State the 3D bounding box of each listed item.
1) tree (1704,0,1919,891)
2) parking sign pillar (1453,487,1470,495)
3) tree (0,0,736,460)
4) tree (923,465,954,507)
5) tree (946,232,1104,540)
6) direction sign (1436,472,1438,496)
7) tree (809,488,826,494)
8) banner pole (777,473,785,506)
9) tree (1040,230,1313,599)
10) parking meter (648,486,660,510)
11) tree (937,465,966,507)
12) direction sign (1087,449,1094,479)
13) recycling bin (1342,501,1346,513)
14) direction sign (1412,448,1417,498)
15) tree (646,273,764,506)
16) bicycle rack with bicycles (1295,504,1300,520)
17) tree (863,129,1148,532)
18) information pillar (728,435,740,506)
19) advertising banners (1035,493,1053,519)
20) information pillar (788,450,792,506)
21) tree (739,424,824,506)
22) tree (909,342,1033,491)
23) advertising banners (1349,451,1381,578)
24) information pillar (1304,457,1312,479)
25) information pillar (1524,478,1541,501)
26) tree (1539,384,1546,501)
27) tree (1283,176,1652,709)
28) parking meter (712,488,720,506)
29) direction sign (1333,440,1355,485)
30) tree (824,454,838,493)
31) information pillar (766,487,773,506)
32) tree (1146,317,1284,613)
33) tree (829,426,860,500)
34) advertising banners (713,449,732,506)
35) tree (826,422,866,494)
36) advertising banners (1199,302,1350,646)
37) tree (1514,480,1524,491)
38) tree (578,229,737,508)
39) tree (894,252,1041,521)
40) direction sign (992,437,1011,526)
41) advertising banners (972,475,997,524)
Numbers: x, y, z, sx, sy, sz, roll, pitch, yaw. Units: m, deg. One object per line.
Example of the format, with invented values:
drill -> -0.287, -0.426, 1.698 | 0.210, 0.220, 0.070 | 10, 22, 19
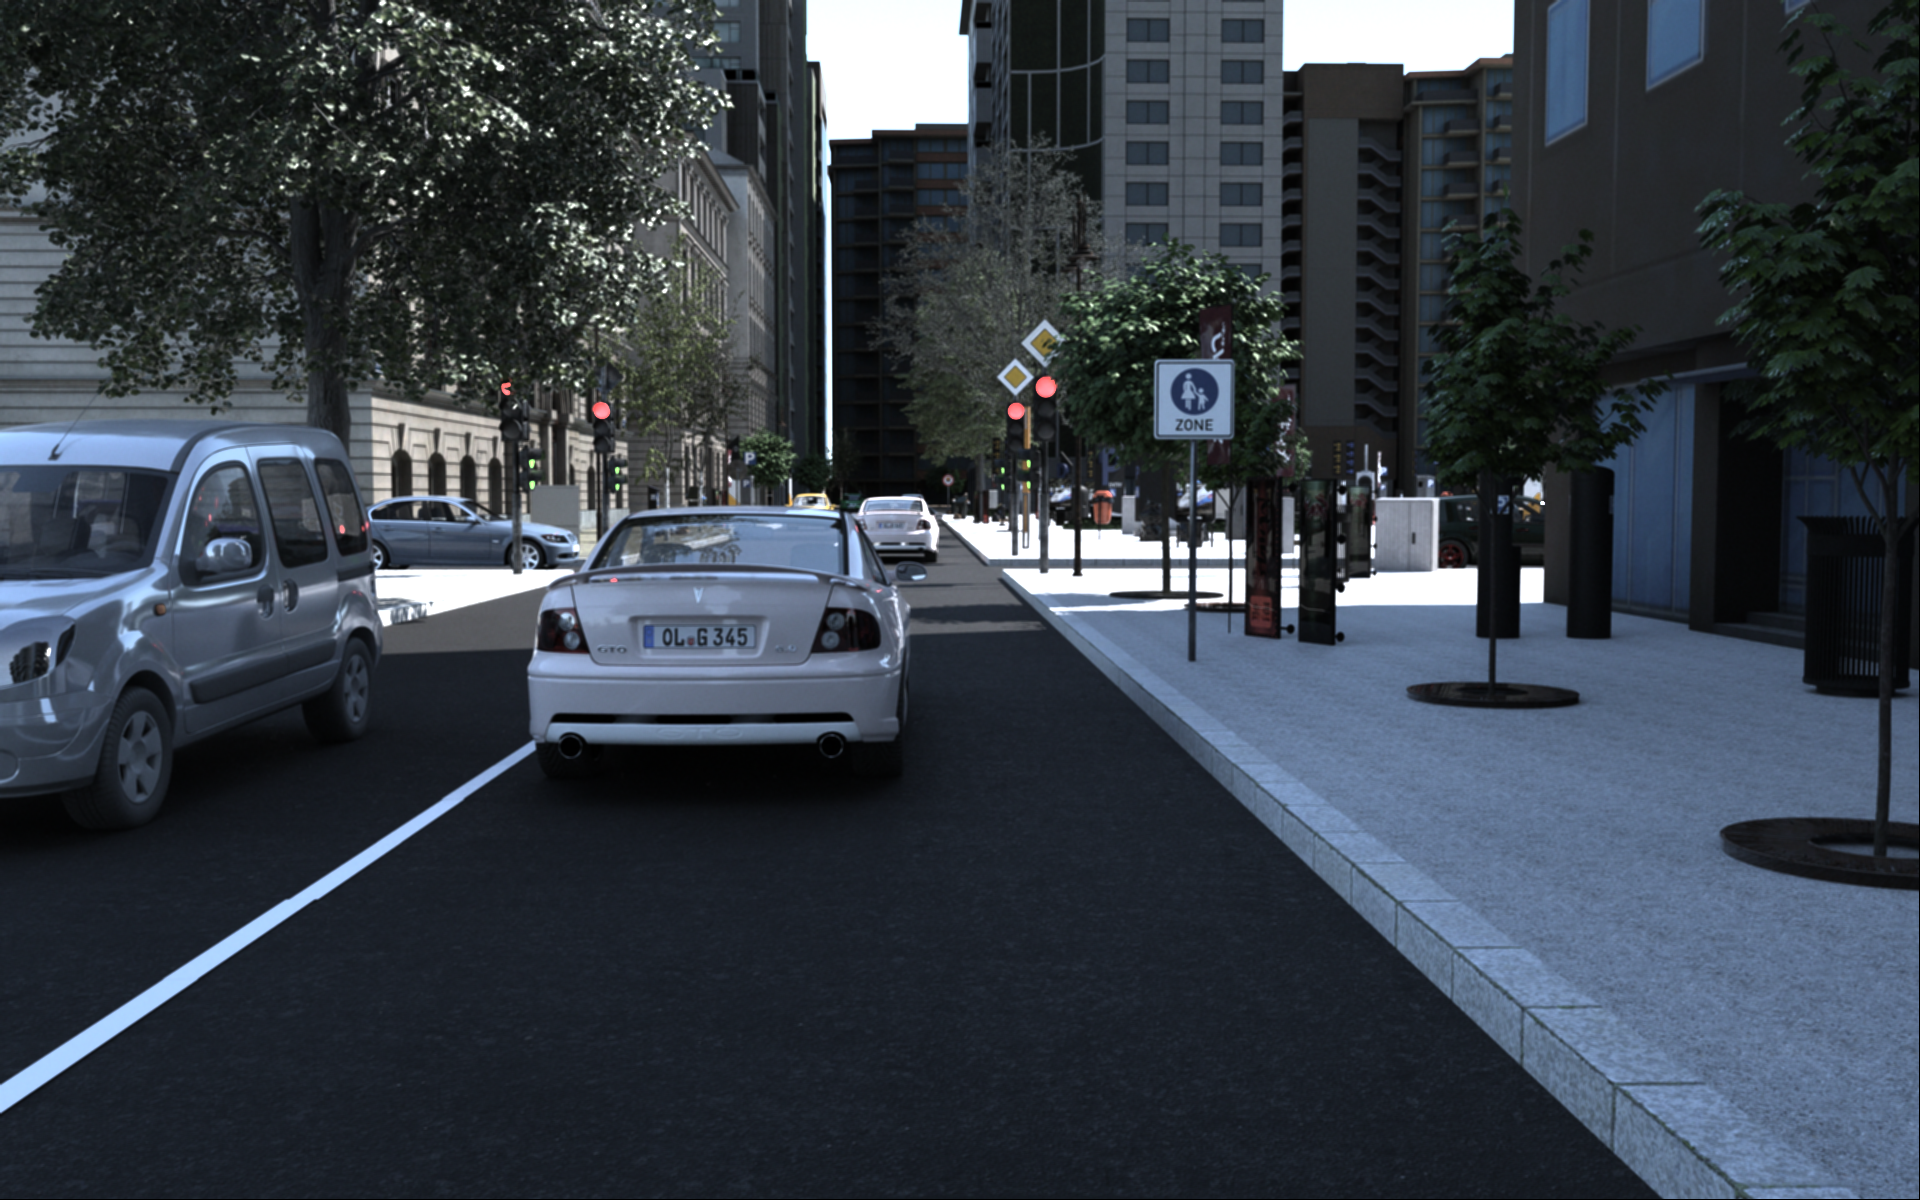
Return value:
tree -> 3.369, -0.695, 5.959 | 1.663, 3.219, 1.824 | 0, 3, 0
parking sign pillar -> 31.984, -7.460, 110.439 | 1.447, 3.967, 1.447 | -1, 4, -15
tree -> -7.226, -6.925, 19.885 | 9.857, 13.997, 8.962 | 0, 3, 0
tree -> -2.040, -11.674, 174.578 | 4.285, 4.588, 4.351 | 0, 3, 0
tree -> 2.050, -5.997, 48.416 | 4.360, 8.622, 3.978 | 0, 3, 0
direction sign -> 28.163, -6.741, 102.214 | 0.379, 3.537, 0.876 | 0, 4, 7
tree -> -10.805, -8.366, 131.377 | 1.663, 3.219, 1.824 | 0, 3, 0
banner pole -> -9.705, -6.339, 93.657 | 0.401, 3.779, 0.863 | 2, 4, 33
tree -> 2.674, -2.323, 21.688 | 4.285, 4.588, 4.351 | 0, 3, 0
parking meter -> -9.248, -2.691, 52.416 | 0.372, 1.533, 0.369 | 0, 3, 0
tree -> -0.239, -7.389, 115.415 | 1.663, 3.219, 1.824 | 0, 3, 0
direction sign -> 6.827, -5.860, 87.807 | 0.876, 3.537, 0.379 | -1, 4, -20
recycling bin -> 14.798, -3.272, 66.044 | 0.722, 1.027, 0.722 | 0, 4, -3
direction sign -> 22.594, -5.757, 86.118 | 0.379, 3.537, 0.876 | 0, 4, 2
tree -> -8.760, -6.614, 58.504 | 4.360, 8.622, 3.978 | 0, 3, 0
bicycle rack with bicycles -> 18.274, -4.548, 87.737 | 2.925, 0.926, 2.852 | -2, 4, -27
tree -> 1.876, -9.072, 58.698 | 12.009, 13.543, 11.850 | 0, 3, 0
information pillar -> -8.938, -4.720, 68.522 | 0.504, 3.616, 0.183 | -2, 4, -30
advertising banners -> 4.050, -5.627, 88.193 | 2.074, 3.025, 0.090 | 3, 5, 43
information pillar -> -8.959, -6.112, 91.287 | 0.183, 3.616, 0.504 | 0, 4, 5
tree -> -9.217, -5.985, 81.564 | 4.285, 4.588, 4.351 | 0, 3, 0
tree -> 0.717, -9.771, 94.170 | 8.767, 10.594, 7.601 | 2, 4, 35
advertising banners -> 5.636, -1.886, 27.019 | 0.090, 3.025, 2.074 | -3, 5, -40
information pillar -> 21.883, -7.184, 108.816 | 0.504, 3.616, 0.183 | -1, 4, -12
information pillar -> 13.931, -3.109, 42.183 | 0.183, 3.616, 0.504 | -2, 4, -26
tree -> 24.890, -7.538, 73.613 | 4.360, 8.622, 3.978 | 0, 3, 0
tree -> 3.254, -0.981, 10.643 | 1.663, 3.219, 1.824 | 0, 3, 0
parking meter -> -10.727, -4.147, 76.208 | 0.372, 1.533, 0.369 | 0, 3, 0
direction sign -> 16.113, -4.943, 72.817 | 0.876, 3.537, 0.379 | 1, 4, 17
tree -> -10.012, -8.336, 120.001 | 4.285, 4.588, 4.351 | 0, 3, 0
information pillar -> -9.331, -4.910, 84.770 | 0.304, 2.012, 0.304 | -1, 4, -16
tree -> 3.029, -1.491, 18.987 | 1.663, 3.219, 1.824 | 0, 3, 0
tree -> -12.902, -14.542, 188.127 | 4.360, 8.622, 3.978 | 0, 3, 0
advertising banners -> -9.131, -4.319, 66.804 | 0.090, 3.025, 2.074 | 1, 4, 12
tree -> -11.585, -13.800, 175.997 | 4.737, 8.622, 4.395 | 0, 3, 0
advertising banners -> 2.725, -1.176, 15.418 | 0.090, 3.025, 2.074 | -2, 4, -27
tree -> 30.956, -6.989, 97.984 | 4.285, 4.588, 4.351 | 0, 3, 0
tree -> -8.302, -5.934, 47.383 | 4.737, 8.622, 4.395 | 0, 3, 0
tree -> 0.621, -9.947, 80.759 | 7.486, 12.596, 7.792 | 0, 3, 0
direction sign -> 1.697, -4.732, 69.370 | 0.876, 3.537, 0.379 | 2, 4, 26
advertising banners -> 1.102, -4.796, 74.595 | 0.090, 3.025, 2.074 | -2, 4, -31
